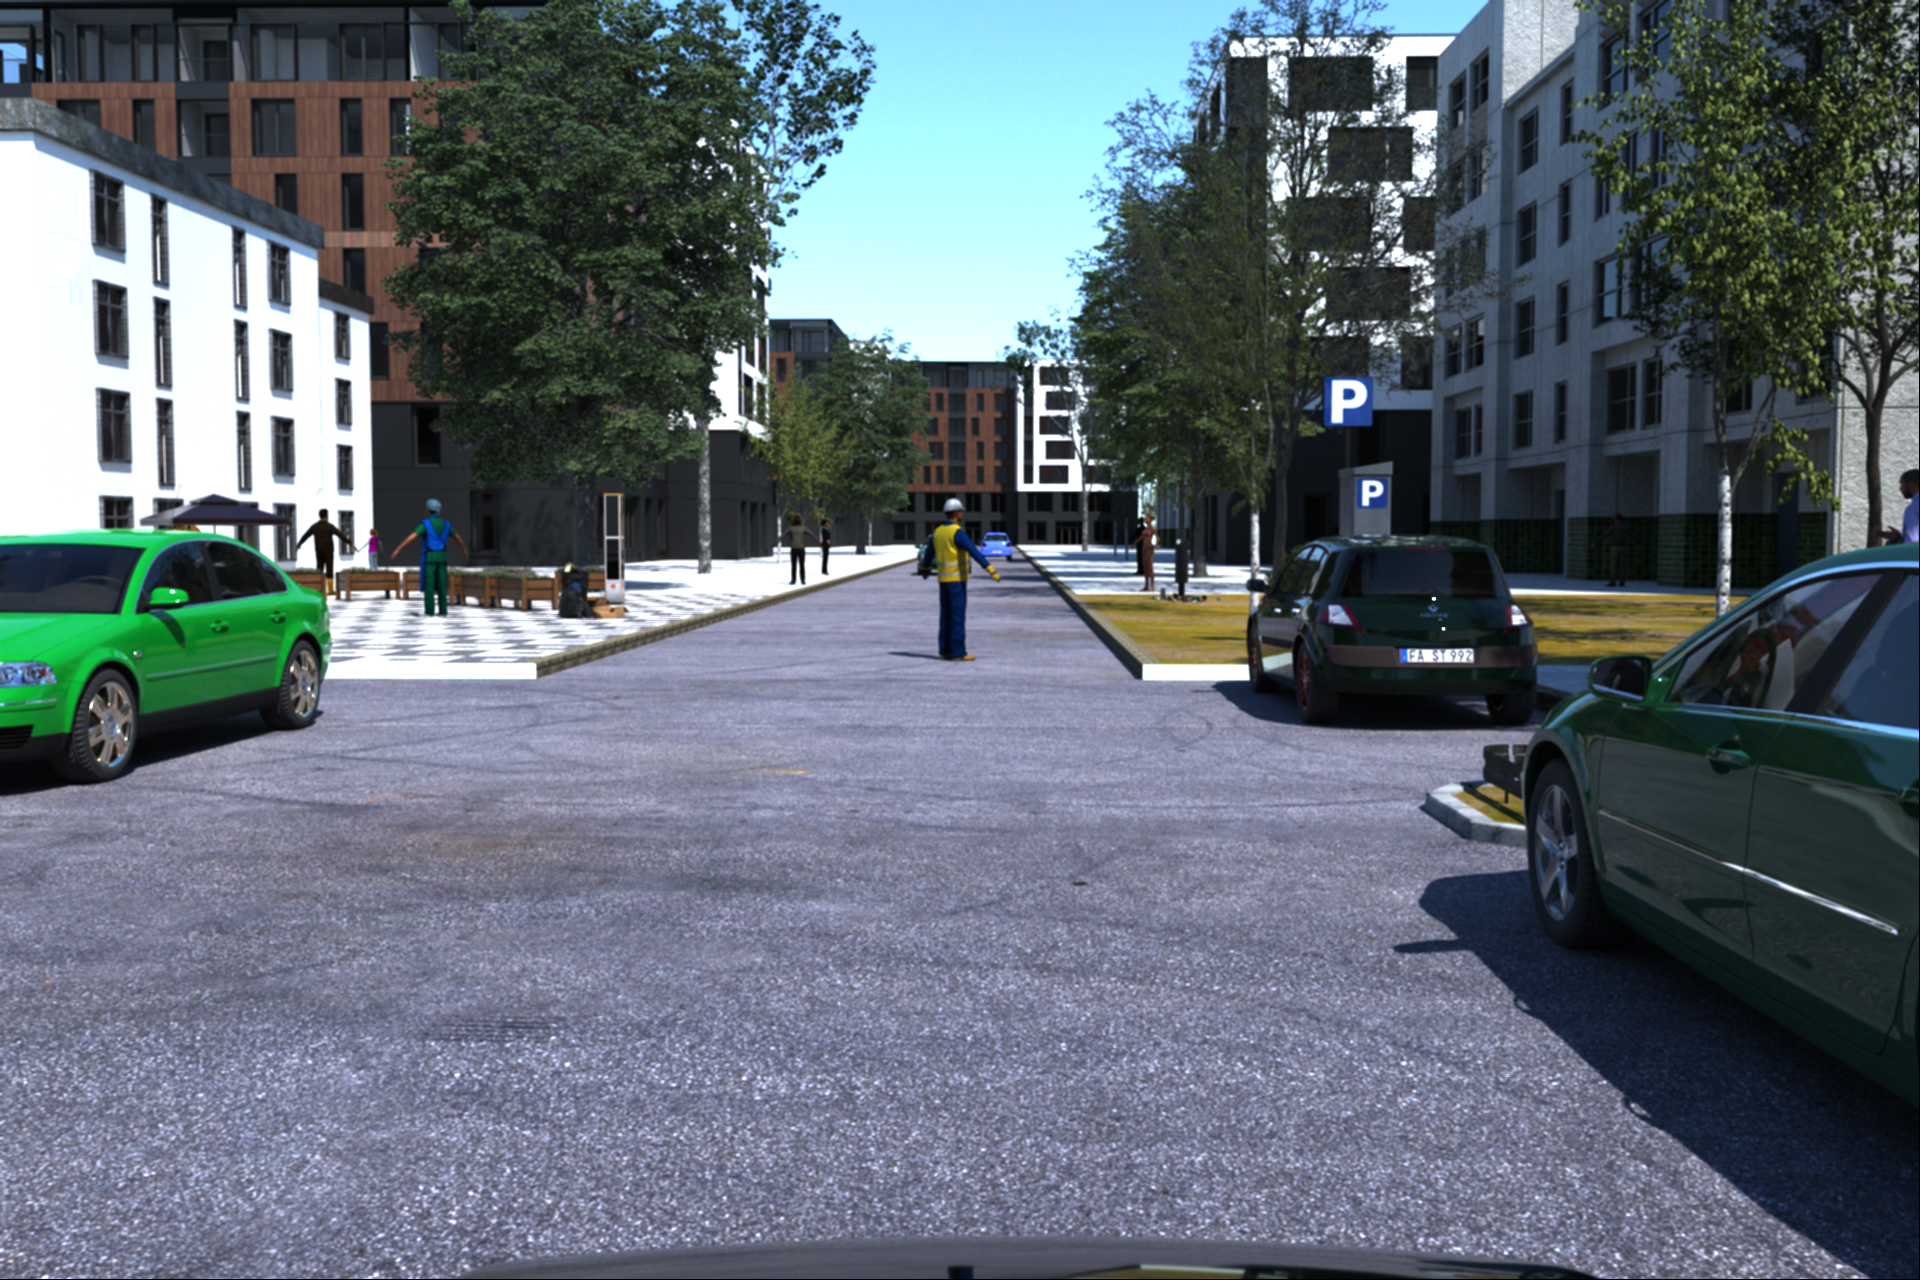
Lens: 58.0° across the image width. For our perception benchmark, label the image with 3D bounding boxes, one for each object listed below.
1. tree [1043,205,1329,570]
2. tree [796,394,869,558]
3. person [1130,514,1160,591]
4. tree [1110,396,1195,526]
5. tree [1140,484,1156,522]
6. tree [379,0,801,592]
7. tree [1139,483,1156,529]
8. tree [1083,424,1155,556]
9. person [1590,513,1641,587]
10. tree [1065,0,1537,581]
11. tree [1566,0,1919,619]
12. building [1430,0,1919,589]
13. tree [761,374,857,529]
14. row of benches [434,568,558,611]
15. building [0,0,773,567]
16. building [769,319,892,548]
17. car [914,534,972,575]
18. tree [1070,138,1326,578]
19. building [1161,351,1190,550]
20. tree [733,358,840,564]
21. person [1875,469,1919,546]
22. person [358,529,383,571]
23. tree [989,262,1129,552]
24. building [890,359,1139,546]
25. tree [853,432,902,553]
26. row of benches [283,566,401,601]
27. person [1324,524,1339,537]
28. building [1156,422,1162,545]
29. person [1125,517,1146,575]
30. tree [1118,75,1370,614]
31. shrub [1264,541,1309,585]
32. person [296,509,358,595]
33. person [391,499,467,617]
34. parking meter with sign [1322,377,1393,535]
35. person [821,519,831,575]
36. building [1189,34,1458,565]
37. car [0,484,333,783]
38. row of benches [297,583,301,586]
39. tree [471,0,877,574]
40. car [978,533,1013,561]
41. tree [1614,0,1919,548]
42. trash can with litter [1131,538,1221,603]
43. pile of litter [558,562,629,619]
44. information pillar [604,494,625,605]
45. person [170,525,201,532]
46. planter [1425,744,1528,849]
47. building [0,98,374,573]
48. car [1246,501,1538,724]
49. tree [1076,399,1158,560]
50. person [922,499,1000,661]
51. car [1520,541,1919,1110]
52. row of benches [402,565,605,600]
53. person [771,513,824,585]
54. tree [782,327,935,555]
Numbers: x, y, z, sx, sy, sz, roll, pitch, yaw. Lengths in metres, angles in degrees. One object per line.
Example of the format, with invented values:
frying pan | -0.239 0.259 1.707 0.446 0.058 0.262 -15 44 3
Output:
tree | 8.006 -9.245 61.522 12.009 13.543 11.850 0 3 0
tree | -7.579 -8.662 91.989 4.360 8.622 3.978 0 3 0
person | 4.158 -1.960 38.847 0.721 1.733 1.217 -1 4 -23
tree | 7.631 -7.447 72.121 4.360 8.622 3.978 0 3 0
tree | 24.902 -16.159 214.561 4.360 8.622 3.978 0 3 0
tree | -8.444 -8.051 38.296 9.857 13.997 8.962 0 3 0
tree | 23.994 -15.834 209.241 4.360 8.622 3.978 0 3 0
tree | 8.797 -9.183 100.507 4.360 8.622 3.978 0 3 0
person | 16.077 -2.208 42.370 1.348 1.796 0.705 -1 4 -9
tree | 7.079 -7.777 37.522 12.009 13.543 11.850 0 3 0
tree | 8.870 -4.221 19.368 4.737 8.622 4.395 0 3 0
building | 25.674 -11.142 48.636 16.747 18.905 31.486 0 4 1
tree | -7.154 -7.908 79.663 4.737 8.622 4.395 0 3 0
row of benches | -8.312 -0.918 30.467 1.422 0.672 4.104 -3 5 -39
building | -24.907 -14.610 82.848 27.936 21.610 32.646 0 4 1
building | -22.177 -20.615 181.034 27.936 21.610 32.646 0 4 2
car | -0.527 -3.054 61.734 2.131 1.459 4.920 0 4 2
tree | 6.893 -8.068 50.032 7.486 12.596 7.792 0 3 0
building | 27.234 -17.354 150.189 16.747 18.905 31.486 0 4 2
tree | -7.425 -7.516 73.249 4.737 8.622 4.395 0 3 0
person | 8.179 -0.558 15.038 0.709 1.838 0.599 -3 4 -36
person | -16.487 -2.400 48.501 0.599 1.433 0.991 1 4 20
tree | 8.414 -16.273 121.948 12.611 20.169 13.585 0 3 0
building | 3.712 -22.489 214.127 32.646 21.610 27.936 0 4 -3
tree | -5.978 -10.249 117.931 4.737 8.622 4.395 0 3 0
row of benches | -12.746 -1.064 32.865 4.104 0.672 1.422 -3 4 -39
person | 8.945 -2.082 40.228 1.347 1.806 0.705 1 4 11
building | 30.398 -19.319 182.324 16.747 18.905 31.486 0 4 2
person | 5.675 -2.951 54.467 0.704 1.802 1.346 3 5 41
tree | 4.928 -4.710 27.372 4.360 8.622 3.978 0 3 0
shrub | 4.428 -0.685 22.321 1.383 1.207 1.383 0 3 0
person | -13.289 -1.842 36.258 1.346 1.812 0.704 0 4 5
person | -8.141 -1.261 26.750 0.704 1.817 1.347 3 4 38
parking meter with sign | 4.302 -1.360 18.504 0.543 3.016 1.738 0 4 0
person | -4.140 -2.905 54.217 0.721 1.740 1.216 0 4 -8
building | 25.351 -14.883 87.309 27.936 21.610 32.646 0 4 1
car | -5.737 -0.159 11.388 1.959 1.807 4.718 0 4 2
row of benches | -10.652 -0.425 22.414 4.104 0.672 1.422 -1 4 -20
tree | -9.541 -12.247 56.128 12.611 20.169 13.585 0 3 0
car | 1.930 -5.136 93.556 1.945 1.707 3.694 0 3 0
tree | 13.714 -5.621 26.316 7.601 10.594 8.767 0 4 7
trash can with litter | 4.196 -1.359 33.274 1.678 1.210 2.233 0 4 1
pile of litter | -5.722 -0.789 26.873 1.176 0.858 1.719 0 4 3
information pillar | -6.286 -1.652 31.505 0.304 2.012 0.304 0 4 2
person | -16.883 -1.949 37.627 1.354 1.858 0.705 0 4 3
planter | 3.392 0.769 8.560 1.991 0.319 1.994 0 4 2
building | -21.934 -6.454 47.670 9.099 9.664 28.070 0 4 2
car | 3.471 -0.285 14.454 2.009 1.686 4.222 0 4 1
tree | 8.428 -8.256 85.345 4.360 8.622 3.978 0 3 0
person | -0.054 -0.687 19.658 0.705 1.833 1.349 -3 4 -38
car | 2.940 0.441 4.591 2.131 1.459 4.920 0 4 1
row of benches | -8.849 -1.147 34.224 4.104 0.672 1.422 -1 4 -14
person | -4.123 -2.318 44.020 1.348 1.813 0.705 0 4 3
tree | -6.249 -12.248 106.912 9.857 13.997 8.962 0 3 0
